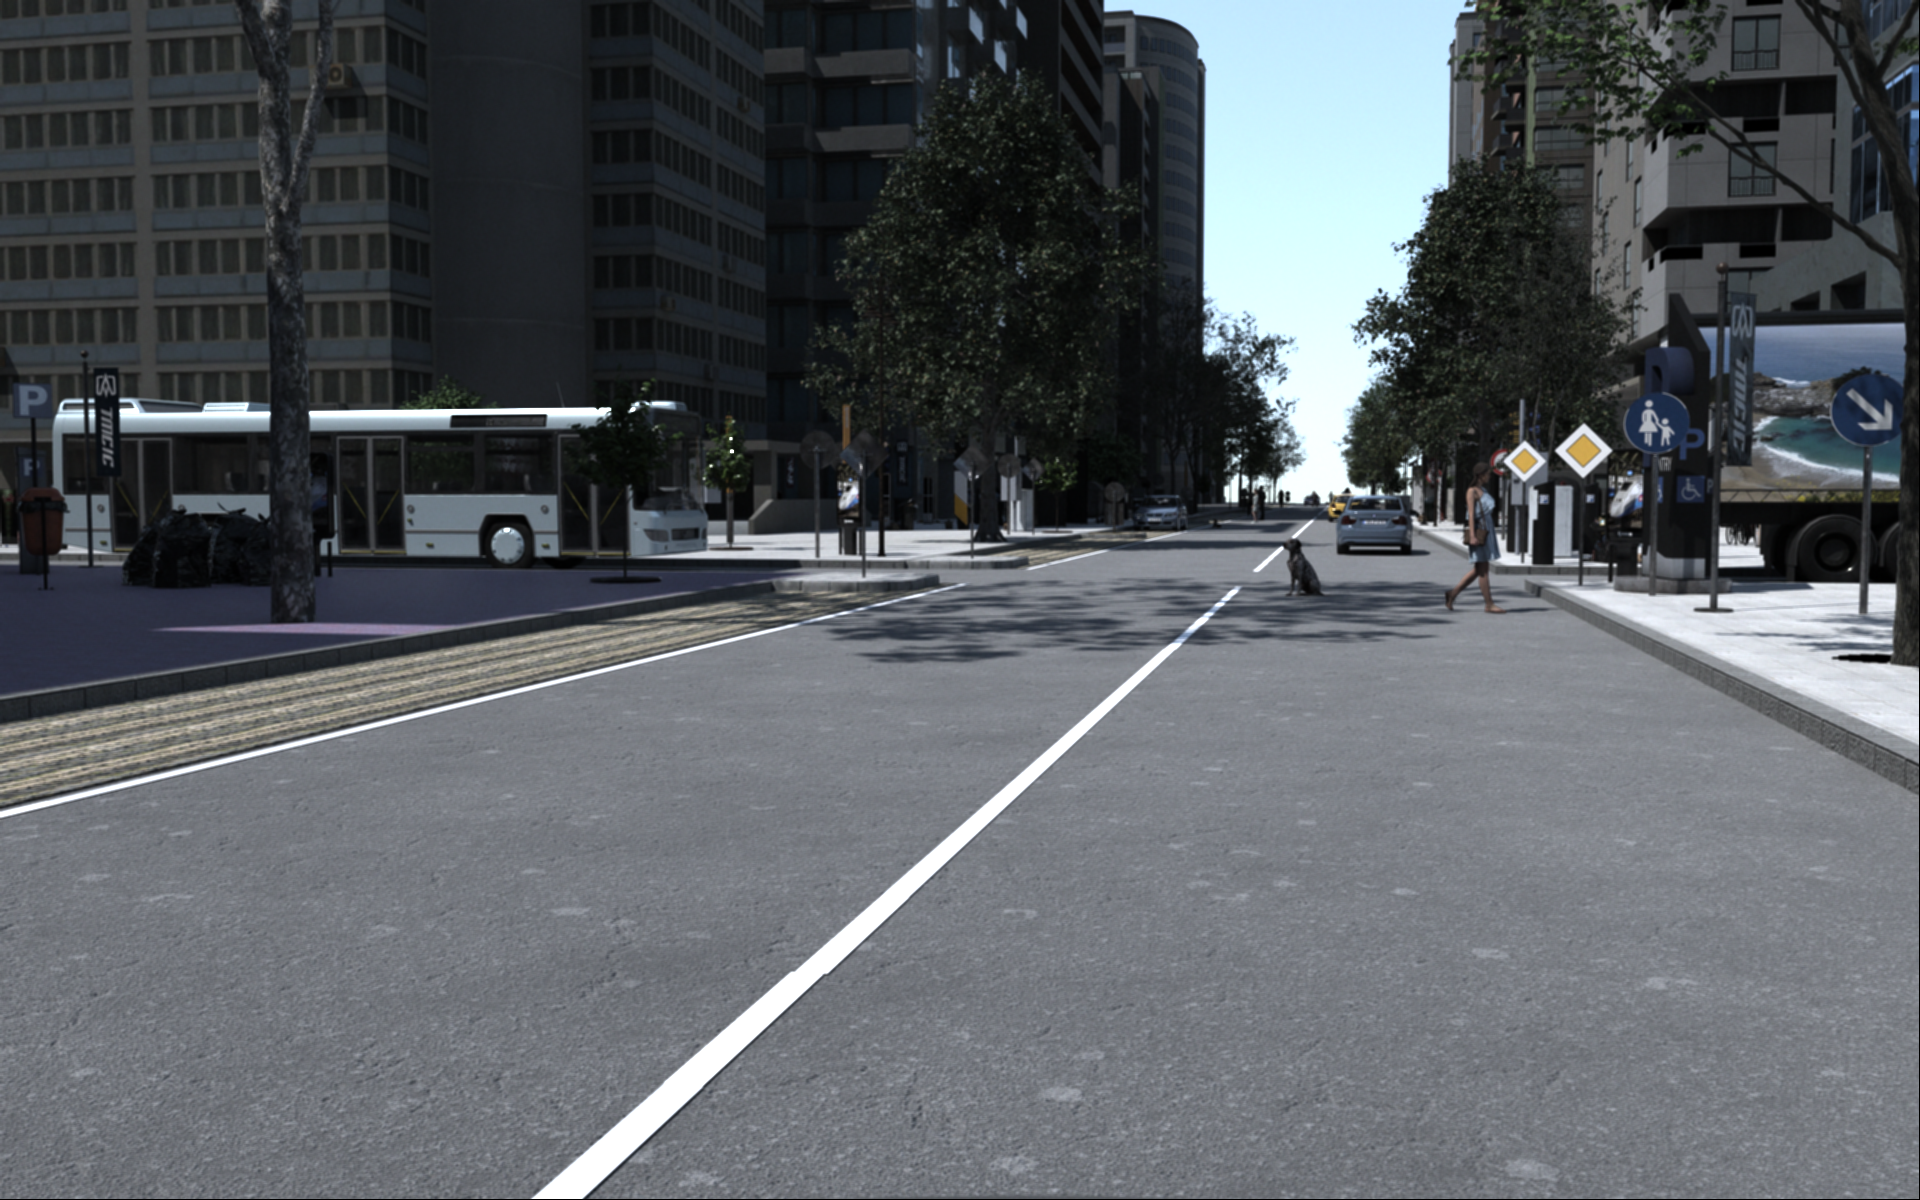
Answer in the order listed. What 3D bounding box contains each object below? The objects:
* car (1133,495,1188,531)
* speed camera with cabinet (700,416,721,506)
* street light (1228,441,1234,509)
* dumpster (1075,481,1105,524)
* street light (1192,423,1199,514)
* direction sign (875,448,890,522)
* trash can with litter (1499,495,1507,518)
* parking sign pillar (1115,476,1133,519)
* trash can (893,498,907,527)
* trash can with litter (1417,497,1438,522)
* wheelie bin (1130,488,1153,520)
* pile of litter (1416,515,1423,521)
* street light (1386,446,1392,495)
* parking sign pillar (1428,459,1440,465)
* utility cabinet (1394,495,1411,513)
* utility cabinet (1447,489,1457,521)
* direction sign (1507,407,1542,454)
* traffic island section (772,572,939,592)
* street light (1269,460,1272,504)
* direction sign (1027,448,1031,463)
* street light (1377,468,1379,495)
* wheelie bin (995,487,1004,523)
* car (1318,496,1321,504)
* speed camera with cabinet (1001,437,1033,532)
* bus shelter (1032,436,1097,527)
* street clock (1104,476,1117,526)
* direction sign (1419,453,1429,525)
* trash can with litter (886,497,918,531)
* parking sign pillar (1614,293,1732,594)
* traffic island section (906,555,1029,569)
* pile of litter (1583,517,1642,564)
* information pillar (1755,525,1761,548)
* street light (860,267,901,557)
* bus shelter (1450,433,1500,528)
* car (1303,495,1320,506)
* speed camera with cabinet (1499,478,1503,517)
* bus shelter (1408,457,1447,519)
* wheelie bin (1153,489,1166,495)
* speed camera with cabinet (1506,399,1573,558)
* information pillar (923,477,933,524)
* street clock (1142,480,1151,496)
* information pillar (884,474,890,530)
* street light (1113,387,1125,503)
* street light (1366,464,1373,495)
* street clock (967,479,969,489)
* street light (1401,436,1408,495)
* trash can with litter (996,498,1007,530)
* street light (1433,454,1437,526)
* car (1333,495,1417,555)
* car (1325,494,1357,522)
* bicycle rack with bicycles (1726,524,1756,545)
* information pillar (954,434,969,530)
[{"bbox_3d":[7.940,-3.444,68.319,2.014,1.417,4.499,1,4,14],"label":"car"},{"bbox_3d":[-6.750,-2.999,43.376,0.660,3.252,2.038,2,4,24],"label":"speed camera with cabinet"},{"bbox_3d":[22.913,-10.639,146.737,0.468,5.910,1.993,1,4,12],"label":"street light"},{"bbox_3d":[5.630,-4.279,75.712,1.264,1.857,1.865,1,4,12],"label":"dumpster"},{"bbox_3d":[14.964,-8.413,110.334,0.468,5.910,1.993,1,4,12],"label":"street light"},{"bbox_3d":[-3.584,-5.369,79.773,0.876,3.537,0.379,-3,5,-43],"label":"direction sign"},{"bbox_3d":[28.758,-4.924,91.566,1.678,1.210,2.233,-2,4,-33],"label":"trash can with litter"},{"bbox_3d":[8.501,-6.214,90.064,1.447,3.967,1.447,2,4,29],"label":"parking sign pillar"},{"bbox_3d":[-2.220,-3.348,66.386,0.748,1.137,0.748,0,3,0],"label":"trash can"},{"bbox_3d":[21.333,-4.128,78.881,1.055,1.170,0.624,-3,5,-40],"label":"trash can with litter"},{"bbox_3d":[8.803,-4.716,85.007,0.980,1.594,0.693,1,4,20],"label":"wheelie bin"},{"bbox_3d":[22.778,-4.290,84.098,1.719,0.858,1.176,-1,4,-19],"label":"pile of litter"},{"bbox_3d":[35.505,-10.433,143.373,0.468,5.910,1.993,1,4,12],"label":"street light"},{"bbox_3d":[27.874,-6.958,102.240,1.447,3.967,1.447,0,4,-5],"label":"parking sign pillar"},{"bbox_3d":[26.510,-5.662,103.734,1.020,1.237,0.306,-2,4,-23],"label":"utility cabinet"},{"bbox_3d":[24.445,-4.647,84.658,0.318,1.500,1.173,-1,4,-21],"label":"utility cabinet"},{"bbox_3d":[14.712,-3.255,45.217,0.876,3.537,0.379,3,4,37],"label":"direction sign"},{"bbox_3d":[-1.498,-0.265,26.617,2.009,0.180,2.903,1,4,12],"label":"traffic island section"},{"bbox_3d":[40.737,-15.567,227.304,0.468,5.910,1.993,1,4,12],"label":"street light"},{"bbox_3d":[3.332,-5.068,74.864,0.876,3.537,0.379,1,4,15],"label":"direction sign"},{"bbox_3d":[43.398,-12.661,179.789,0.468,5.910,1.993,1,4,12],"label":"street light"},{"bbox_3d":[1.492,-4.097,74.895,0.693,1.594,0.980,-2,4,-29],"label":"wheelie bin"},{"bbox_3d":[49.287,-13.986,241.257,1.945,1.354,3.894,1,4,12],"label":"car"},{"bbox_3d":[1.960,-3.968,59.210,0.660,3.252,2.038,1,4,19],"label":"speed camera with cabinet"},{"bbox_3d":[4.262,-4.828,70.224,1.731,3.624,6.357,1,4,12],"label":"bus shelter"},{"bbox_3d":[6.085,-4.009,70.120,0.471,2.002,0.358,-2,4,-35],"label":"street clock"},{"bbox_3d":[19.281,-4.884,71.854,0.379,3.537,0.876,2,4,26],"label":"direction sign"},{"bbox_3d":[-2.045,-3.031,60.952,1.055,1.170,0.624,-2,4,-31],"label":"trash can with litter"},{"bbox_3d":[9.389,-2.095,22.719,1.447,3.967,1.447,0,4,5],"label":"parking sign pillar"},{"bbox_3d":[0.221,-0.742,34.415,2.009,0.180,2.903,1,4,12],"label":"traffic island section"},{"bbox_3d":[12.336,-1.138,32.575,1.176,0.858,1.719,1,4,8],"label":"pile of litter"},{"bbox_3d":[19.320,-2.269,41.588,0.304,2.012,0.304,0,4,7],"label":"information pillar"},{"bbox_3d":[-1.607,-3.828,35.380,0.468,5.910,1.993,1,4,12],"label":"street light"},{"bbox_3d":[20.375,-4.740,68.775,1.731,3.624,6.357,1,4,13],"label":"bus shelter"},{"bbox_3d":[42.445,-12.019,209.088,1.945,1.354,3.894,1,4,13],"label":"car"},{"bbox_3d":[30.572,-6.228,96.169,0.660,3.252,2.038,0,4,-3],"label":"speed camera with cabinet"},{"bbox_3d":[24.693,-5.950,91.211,2.014,3.302,5.546,1,4,12],"label":"bus shelter"},{"bbox_3d":[12.384,-6.099,107.619,0.980,1.594,0.693,2,4,29],"label":"wheelie bin"},{"bbox_3d":[11.939,-2.520,35.533,0.660,3.252,2.038,0,4,-2],"label":"speed camera with cabinet"},{"bbox_3d":[-1.373,-4.238,73.785,0.304,2.012,0.304,2,4,35],"label":"information pillar"},{"bbox_3d":[9.260,-4.992,86.183,0.358,2.002,0.471,-2,4,-25],"label":"street clock"},{"bbox_3d":[-2.650,-3.516,61.973,0.304,2.012,0.304,0,4,-3],"label":"information pillar"},{"bbox_3d":[6.539,-6.068,71.994,0.468,5.910,1.993,1,4,12],"label":"street light"},{"bbox_3d":[53.247,-15.381,224.260,0.468,5.910,1.993,1,4,12],"label":"street light"},{"bbox_3d":[0.291,-4.696,81.349,0.358,2.002,0.471,0,4,3],"label":"street clock"},{"bbox_3d":[27.460,-8.208,106.990,0.468,5.910,1.993,1,4,12],"label":"street light"},{"bbox_3d":[1.980,-3.047,61.200,1.055,1.170,0.624,1,4,21],"label":"trash can with litter"},{"bbox_3d":[18.849,-5.855,68.517,0.468,5.910,1.993,1,4,12],"label":"street light"},{"bbox_3d":[10.128,-1.852,42.283,2.014,1.417,4.499,1,4,14],"label":"car"},{"bbox_3d":[19.979,-4.867,89.801,2.015,1.641,3.980,1,4,11],"label":"car"},{"bbox_3d":[19.740,-1.923,44.819,2.925,0.926,2.852,-3,5,-43],"label":"bicycle rack with bicycles"},{"bbox_3d":[0.046,-4.317,61.930,0.504,3.616,0.183,1,4,23],"label":"information pillar"}]
